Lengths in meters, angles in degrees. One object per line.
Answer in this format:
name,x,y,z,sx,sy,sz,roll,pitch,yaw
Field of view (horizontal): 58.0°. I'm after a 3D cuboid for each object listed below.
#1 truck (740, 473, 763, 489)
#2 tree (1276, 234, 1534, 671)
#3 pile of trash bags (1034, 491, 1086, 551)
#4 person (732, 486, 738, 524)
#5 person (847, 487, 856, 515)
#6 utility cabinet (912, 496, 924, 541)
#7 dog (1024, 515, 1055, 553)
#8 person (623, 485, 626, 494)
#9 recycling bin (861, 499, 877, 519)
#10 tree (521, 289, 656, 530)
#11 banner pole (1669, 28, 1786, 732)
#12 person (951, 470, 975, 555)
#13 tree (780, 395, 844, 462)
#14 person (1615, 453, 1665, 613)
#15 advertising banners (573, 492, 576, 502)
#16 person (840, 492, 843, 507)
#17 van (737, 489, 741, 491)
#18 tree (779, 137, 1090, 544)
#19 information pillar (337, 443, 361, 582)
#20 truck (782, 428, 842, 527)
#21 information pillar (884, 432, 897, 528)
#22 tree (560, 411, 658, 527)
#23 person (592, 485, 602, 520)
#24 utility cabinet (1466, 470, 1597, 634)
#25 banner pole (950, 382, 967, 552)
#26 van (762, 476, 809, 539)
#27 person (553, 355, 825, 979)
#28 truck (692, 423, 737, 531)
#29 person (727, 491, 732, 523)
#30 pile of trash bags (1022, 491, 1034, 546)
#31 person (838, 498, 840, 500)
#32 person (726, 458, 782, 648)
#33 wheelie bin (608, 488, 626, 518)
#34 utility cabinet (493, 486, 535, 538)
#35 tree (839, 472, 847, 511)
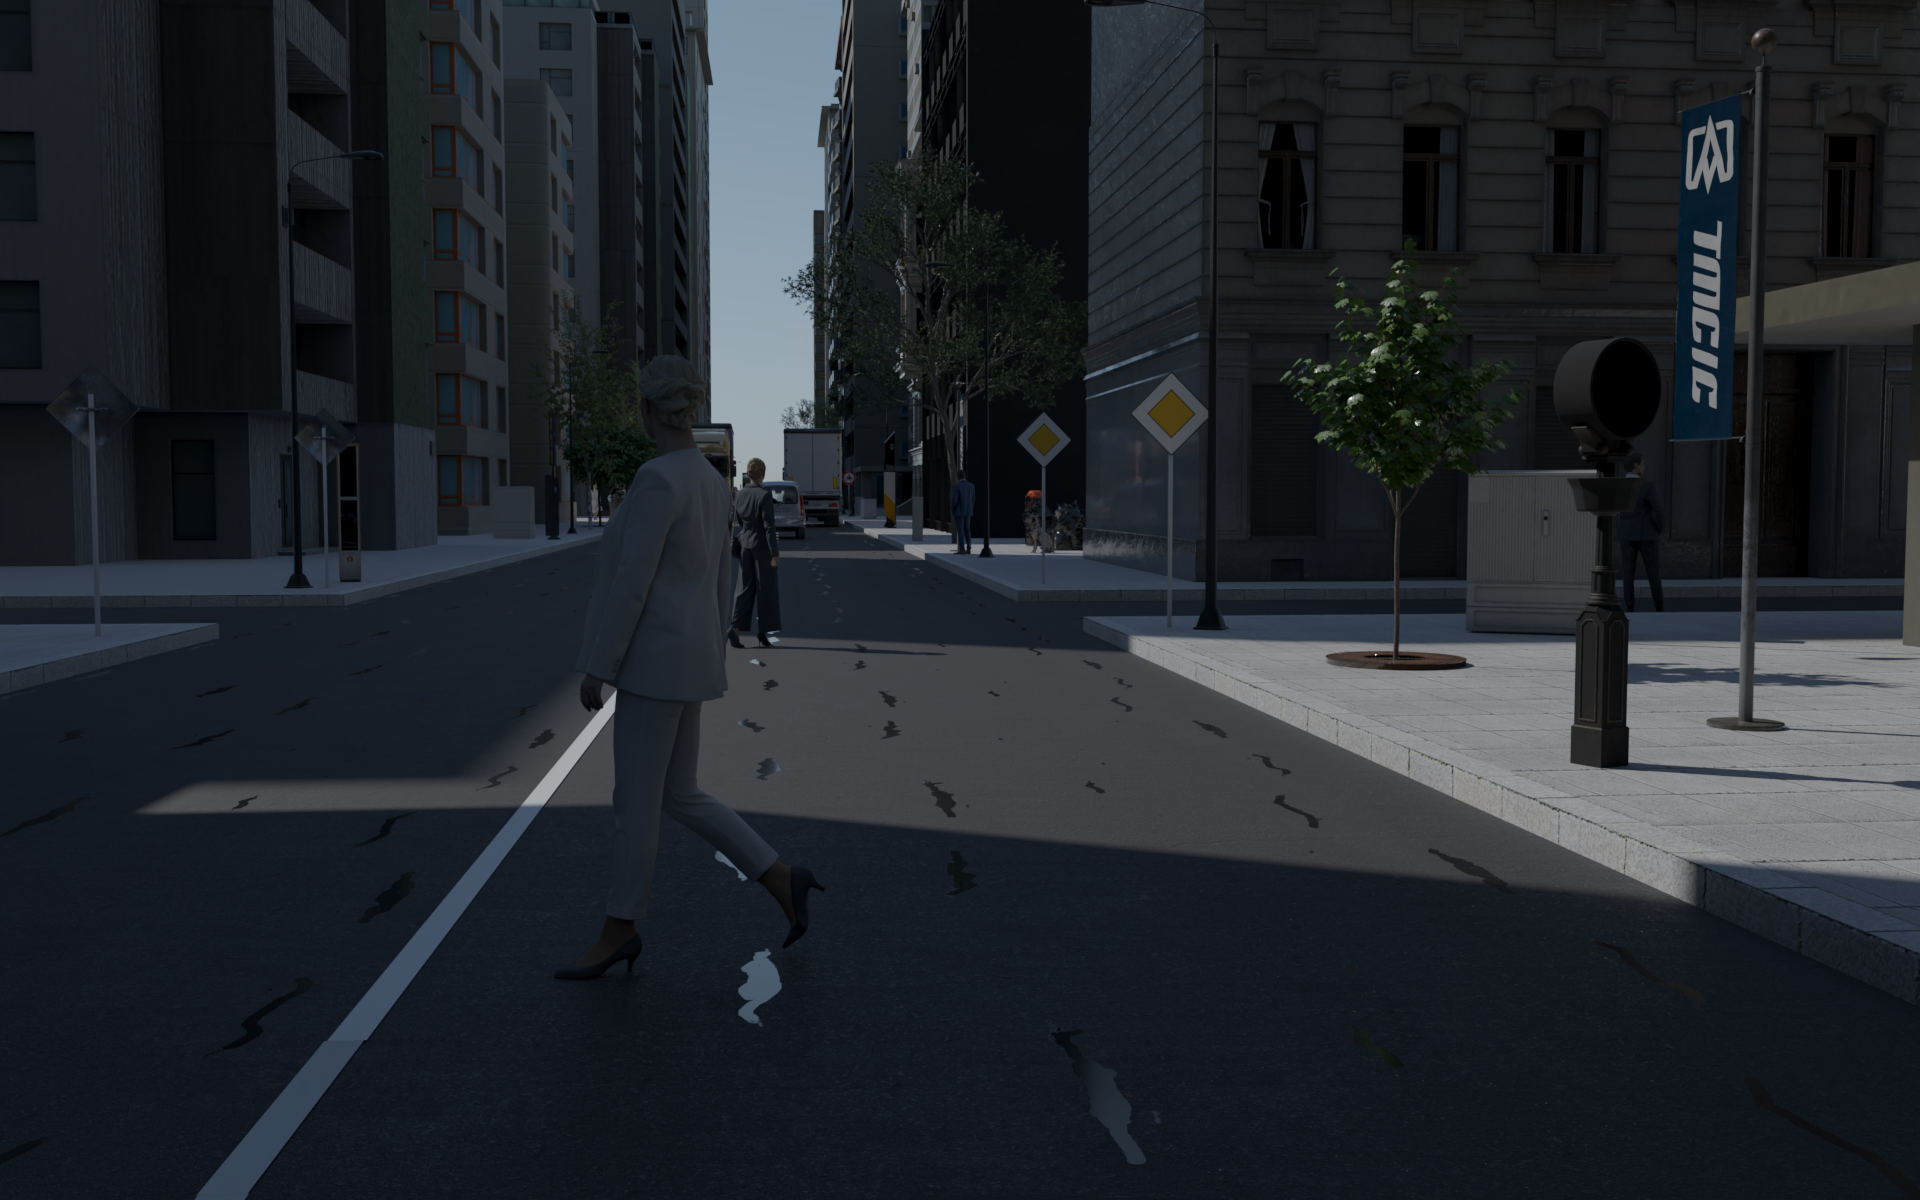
truck,-27.335,-14.628,228.087,2.839,4.237,11.283,0,4,-5
tree,3.418,-1.122,12.942,1.663,3.219,1.824,0,3,0
pile of trash bags,3.663,-1.830,39.669,3.447,1.369,1.912,1,4,16
person,-10.653,-4.532,82.778,0.590,1.801,0.661,1,4,16
person,-6.626,-6.052,105.706,0.721,1.735,1.217,-1,4,-22
utility cabinet,-1.155,-2.224,47.524,0.306,1.237,1.020,0,4,0
dog,1.846,-1.422,37.625,0.800,0.831,0.513,3,4,38
person,-17.192,-5.076,89.387,0.716,1.782,0.532,-2,4,-25
recycling bin,-4.738,-4.727,89.841,0.722,1.027,0.722,-1,4,-15
tree,-13.316,-6.807,61.653,4.737,8.622,4.395,0,3,0
banner pole,4.260,-1.201,9.651,0.401,3.779,0.863,-1,4,-18
person,0.072,-1.871,36.814,0.419,1.800,0.721,3,5,41
tree,-14.839,-15.693,182.342,9.928,11.665,9.643,0,3,0
person,7.764,-0.729,19.783,0.648,1.900,0.474,3,4,36
advertising banners,-21.635,-5.937,93.253,2.074,3.025,0.090,1,4,13
person,-12.077,-10.376,176.361,0.551,1.740,0.621,2,4,30
van,-18.688,-8.681,148.941,2.013,2.044,4.112,0,4,-7
tree,-0.170,-6.764,45.000,8.767,10.594,7.601,-1,4,-19
information pillar,-8.917,-1.271,25.273,0.304,2.012,0.304,-1,4,-20
truck,-6.775,-5.531,79.353,2.839,4.237,11.283,0,4,-5
information pillar,-2.642,-4.517,65.212,0.504,3.616,0.183,-3,5,-42
tree,-14.240,-5.191,68.579,4.285,4.588,4.351,0,3,0
person,-18.061,-4.845,85.610,0.694,1.780,0.624,1,4,11
utility cabinet,5.266,-0.439,15.855,1.173,1.500,0.318,1,4,23
banner pole,0.009,-2.961,38.435,0.401,3.779,0.863,-1,4,-9
van,-5.934,-3.038,56.684,2.013,2.044,4.112,0,4,-7
person,-0.808,0.195,5.185,0.818,1.842,0.514,-1,4,-9
truck,-10.491,-4.993,70.544,2.839,4.237,11.283,0,4,-7
person,-5.633,-1.972,40.759,0.555,1.821,0.388,0,4,-1
pile of trash bags,2.434,-2.053,43.315,1.912,1.369,3.447,-1,4,-22
person,-10.090,-8.383,143.204,0.705,1.812,1.348,0,4,-1
person,-1.911,-0.446,16.217,0.576,1.772,0.534,1,4,16
wheelie bin,-17.010,-4.783,86.117,0.693,1.594,0.980,3,5,40
utility cabinet,-12.810,-2.512,49.748,1.173,1.500,0.318,1,4,15
tree,-9.303,-8.305,130.387,1.663,3.219,1.824,0,3,0
